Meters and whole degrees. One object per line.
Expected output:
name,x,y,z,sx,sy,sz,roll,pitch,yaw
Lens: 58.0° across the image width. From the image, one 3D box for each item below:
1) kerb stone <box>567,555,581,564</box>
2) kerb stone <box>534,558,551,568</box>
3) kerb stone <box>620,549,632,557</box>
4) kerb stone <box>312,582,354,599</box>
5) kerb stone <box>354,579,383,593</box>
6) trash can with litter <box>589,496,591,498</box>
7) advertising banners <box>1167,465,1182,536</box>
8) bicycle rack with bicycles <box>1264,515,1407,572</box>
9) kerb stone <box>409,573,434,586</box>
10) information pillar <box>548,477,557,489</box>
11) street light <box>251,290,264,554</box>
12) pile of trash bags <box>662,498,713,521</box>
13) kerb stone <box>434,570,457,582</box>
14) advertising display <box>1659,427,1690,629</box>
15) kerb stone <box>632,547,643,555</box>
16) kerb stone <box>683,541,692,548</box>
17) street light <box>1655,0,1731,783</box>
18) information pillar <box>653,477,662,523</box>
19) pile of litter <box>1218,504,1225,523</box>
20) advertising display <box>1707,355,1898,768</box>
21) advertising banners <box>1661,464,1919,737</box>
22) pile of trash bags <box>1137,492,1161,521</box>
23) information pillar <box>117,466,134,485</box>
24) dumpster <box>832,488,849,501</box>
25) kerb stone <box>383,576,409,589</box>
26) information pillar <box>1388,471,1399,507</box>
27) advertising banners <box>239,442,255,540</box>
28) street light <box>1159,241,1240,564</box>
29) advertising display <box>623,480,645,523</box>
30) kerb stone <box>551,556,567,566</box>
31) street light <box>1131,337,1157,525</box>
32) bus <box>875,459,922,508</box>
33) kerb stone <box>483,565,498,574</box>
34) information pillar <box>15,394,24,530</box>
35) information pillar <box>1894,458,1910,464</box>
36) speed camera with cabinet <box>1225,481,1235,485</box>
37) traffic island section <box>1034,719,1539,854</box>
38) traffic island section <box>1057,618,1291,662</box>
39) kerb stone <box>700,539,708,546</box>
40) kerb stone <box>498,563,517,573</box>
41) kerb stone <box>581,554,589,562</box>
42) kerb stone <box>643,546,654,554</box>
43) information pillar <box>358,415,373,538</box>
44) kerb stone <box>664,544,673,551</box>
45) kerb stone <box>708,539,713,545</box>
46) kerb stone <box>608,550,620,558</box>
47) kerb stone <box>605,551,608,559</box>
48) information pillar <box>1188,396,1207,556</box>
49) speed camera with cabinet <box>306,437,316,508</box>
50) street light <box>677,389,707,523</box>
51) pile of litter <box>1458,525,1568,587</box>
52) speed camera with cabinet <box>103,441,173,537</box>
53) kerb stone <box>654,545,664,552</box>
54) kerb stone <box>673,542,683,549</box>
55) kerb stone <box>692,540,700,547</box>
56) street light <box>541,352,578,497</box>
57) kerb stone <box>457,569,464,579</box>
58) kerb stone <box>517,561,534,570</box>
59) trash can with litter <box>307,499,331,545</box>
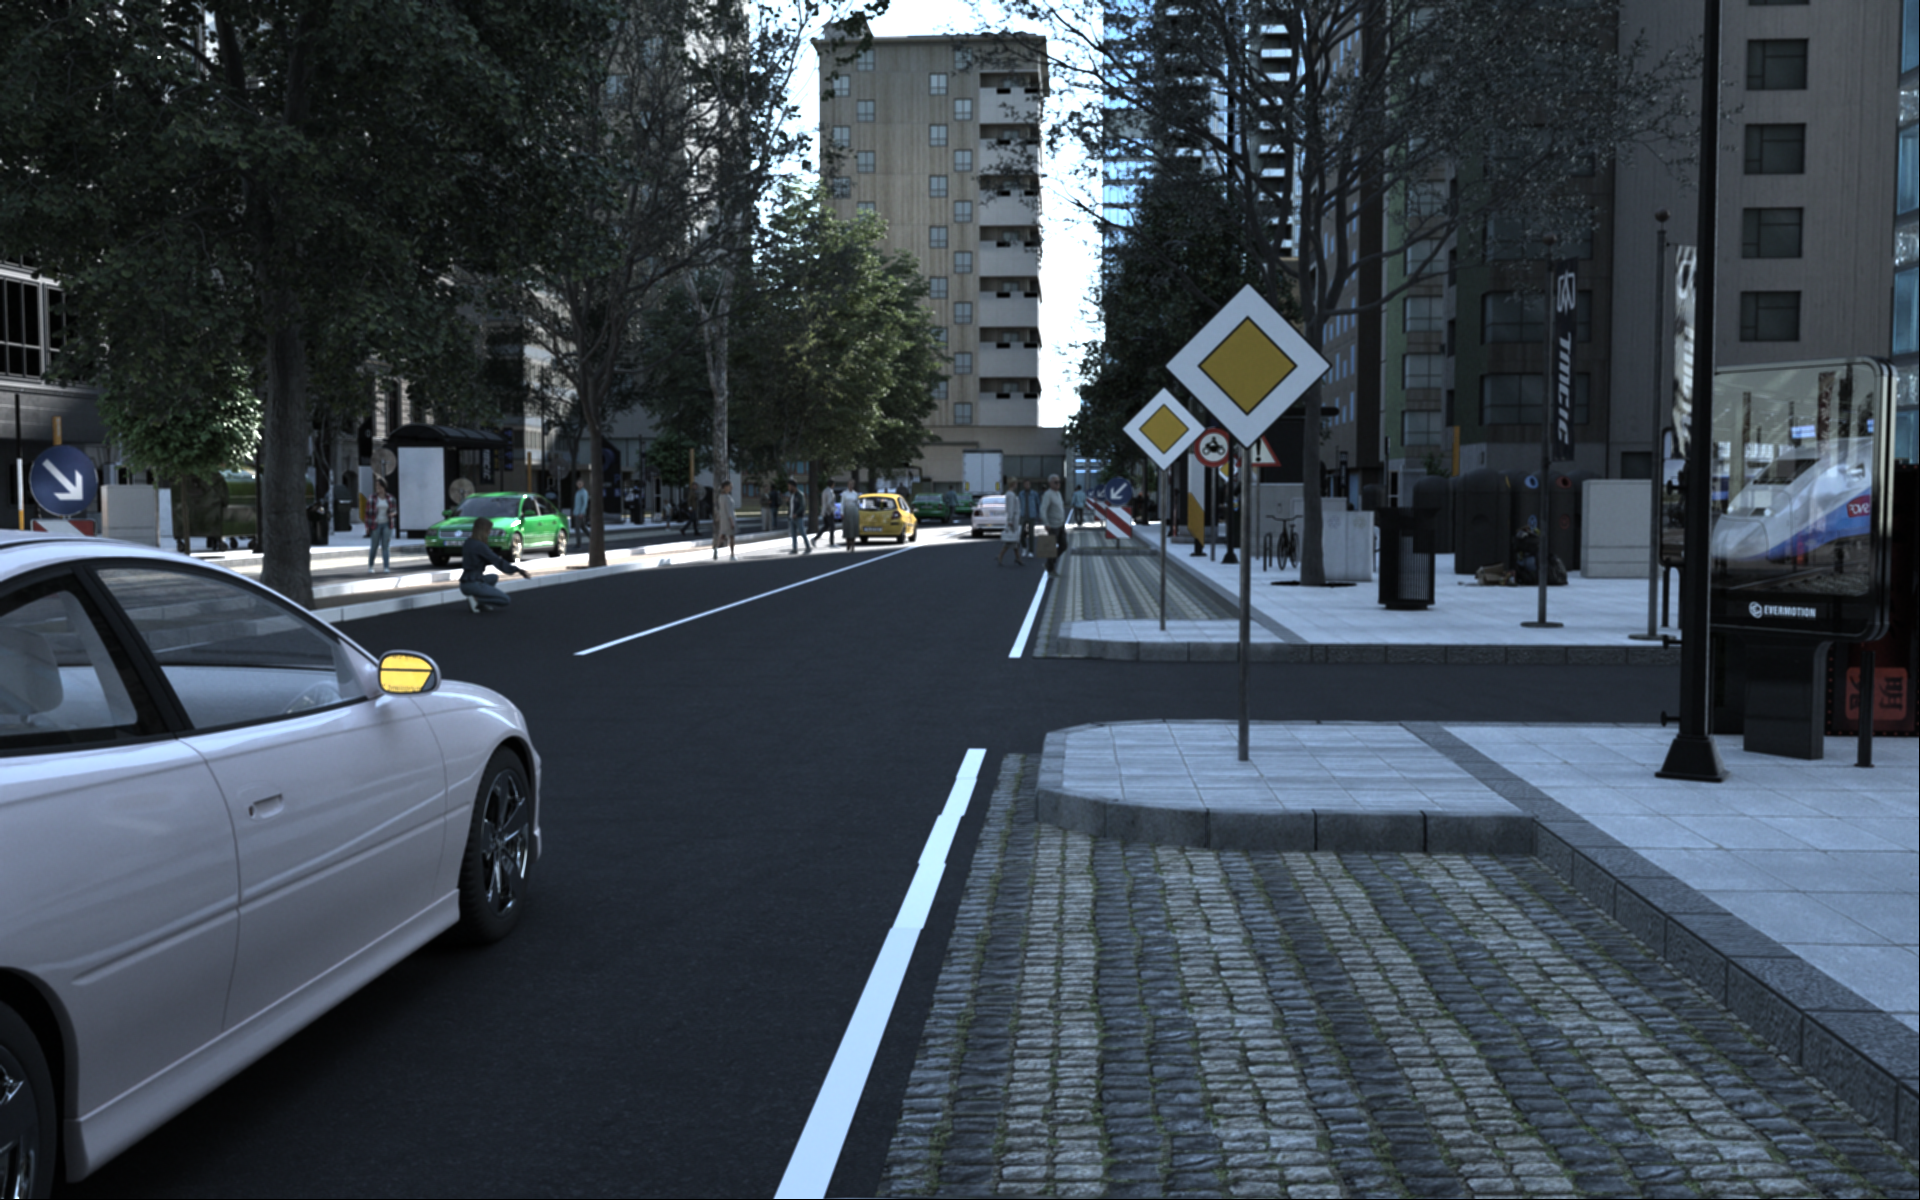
kerb stone,-8.036,-0.816,35.548,0.120,0.150,1.000,0,4,4
kerb stone,-8.172,-0.691,33.500,0.120,0.150,1.000,0,4,4
kerb stone,-7.756,-1.067,39.637,0.120,0.150,1.000,0,4,4
kerb stone,-8.798,-0.128,24.288,0.120,0.150,1.000,0,4,4
kerb stone,-8.729,-0.191,25.311,0.120,0.150,1.000,0,4,4
trash can with litter,-19.689,-4.926,91.600,1.678,1.210,2.233,1,4,14
advertising banners,6.110,-3.233,49.046,0.090,3.025,2.074,0,4,-6
bicycle rack with bicycles,6.299,-0.991,29.584,2.852,0.926,2.925,1,4,14
kerb stone,-8.589,-0.316,27.354,0.120,0.150,1.000,0,4,4
information pillar,-17.411,-4.254,74.041,0.304,2.012,0.304,1,4,13
street light,-14.545,-3.948,37.092,1.470,5.913,1.316,0,4,4
pile of trash bags,-12.902,-4.608,85.101,1.912,1.369,3.447,3,4,38
kerb stone,-8.523,-0.378,28.381,0.120,0.150,1.000,0,4,4
advertising display,6.932,-0.676,16.260,0.123,1.923,0.974,-1,4,-17
kerb stone,-7.679,-1.129,40.657,0.120,0.150,1.000,0,4,4
kerb stone,-7.332,-1.438,45.775,0.120,0.150,1.000,0,4,4
street light,2.794,-2.153,7.739,1.470,5.913,1.316,0,4,4
information pillar,-13.334,-4.395,76.343,0.304,2.012,0.304,-1,4,-20
pile of litter,11.538,-3.819,76.404,1.719,0.858,1.176,1,4,16
advertising display,4.047,-0.199,8.463,0.123,1.923,0.974,-2,4,-30
advertising banners,4.798,-0.789,9.085,2.074,3.025,0.090,0,4,6
pile of trash bags,9.441,-4.474,82.907,1.912,1.369,3.447,-2,4,-24
information pillar,-21.809,-2.495,45.289,0.304,2.012,0.304,0,4,-2
dumpster,-7.676,-6.526,114.922,1.865,1.857,1.264,0,4,4
kerb stone,-8.665,-0.248,26.333,0.120,0.150,1.000,0,4,4
information pillar,13.754,-3.089,54.999,0.304,2.012,0.304,0,4,5
advertising banners,-20.282,-3.253,49.381,0.090,3.025,2.074,-1,4,-8
street light,4.457,-3.629,31.882,1.470,5.913,1.316,0,4,4
advertising display,-14.630,-4.439,77.798,0.974,1.923,0.123,0,4,2
kerb stone,-8.096,-0.754,34.528,0.120,0.150,1.000,0,4,4
street light,5.766,-4.823,51.393,1.470,5.913,1.316,0,4,4
bus,-4.288,-7.876,120.318,2.896,3.916,12.252,0,4,3
kerb stone,-8.381,-0.504,30.429,0.120,0.150,1.000,0,4,4
information pillar,-22.083,-3.017,40.678,0.183,3.616,0.504,-2,4,-27
information pillar,19.248,-1.901,35.573,0.304,2.012,0.304,-2,4,-30
speed camera with cabinet,14.882,-5.876,90.408,2.038,3.252,0.660,1,4,17
traffic island section,1.386,0.852,8.355,2.009,0.180,2.903,0,4,4
traffic island section,1.930,0.364,16.322,2.009,0.180,2.903,0,4,4
kerb stone,-7.195,-1.567,47.825,0.120,0.150,1.000,0,4,4
kerb stone,-8.311,-0.566,31.455,0.120,0.150,1.000,0,4,4
kerb stone,-7.964,-0.879,36.571,0.120,0.150,1.000,0,4,4
kerb stone,-7.608,-1.191,41.686,0.120,0.150,1.000,0,4,4
information pillar,-17.499,-3.651,51.051,0.183,3.616,0.504,2,4,27
kerb stone,-7.475,-1.315,43.728,0.120,0.150,1.000,0,4,4
kerb stone,-7.128,-1.626,48.846,0.120,0.150,1.000,0,4,4
kerb stone,-7.820,-1.004,38.617,0.120,0.150,1.000,0,4,4
kerb stone,-7.900,-0.942,37.598,0.120,0.150,1.000,0,4,4
information pillar,4.874,-2.709,35.640,0.183,3.616,0.504,3,5,43
speed camera with cabinet,-22.856,-4.028,60.198,0.660,3.252,2.038,-2,4,-29
street light,-11.837,-6.352,76.403,1.470,5.913,1.316,0,4,4
pile of litter,7.835,-0.644,24.487,1.719,0.858,1.176,0,4,-3
speed camera with cabinet,-24.148,-3.476,51.168,0.660,3.252,2.038,3,5,43
kerb stone,-7.547,-1.255,42.707,0.120,0.150,1.000,0,4,4
kerb stone,-7.405,-1.380,44.750,0.120,0.150,1.000,0,4,4
kerb stone,-7.271,-1.499,46.806,0.120,0.150,1.000,0,4,4
street light,-13.180,-5.162,56.940,1.470,5.913,1.316,0,4,4
kerb stone,-8.447,-0.441,29.405,0.120,0.150,1.000,0,4,4
kerb stone,-8.248,-0.620,32.476,0.120,0.150,1.000,0,4,4
trash can with litter,-16.292,-1.952,43.298,1.055,1.170,0.624,0,4,5
